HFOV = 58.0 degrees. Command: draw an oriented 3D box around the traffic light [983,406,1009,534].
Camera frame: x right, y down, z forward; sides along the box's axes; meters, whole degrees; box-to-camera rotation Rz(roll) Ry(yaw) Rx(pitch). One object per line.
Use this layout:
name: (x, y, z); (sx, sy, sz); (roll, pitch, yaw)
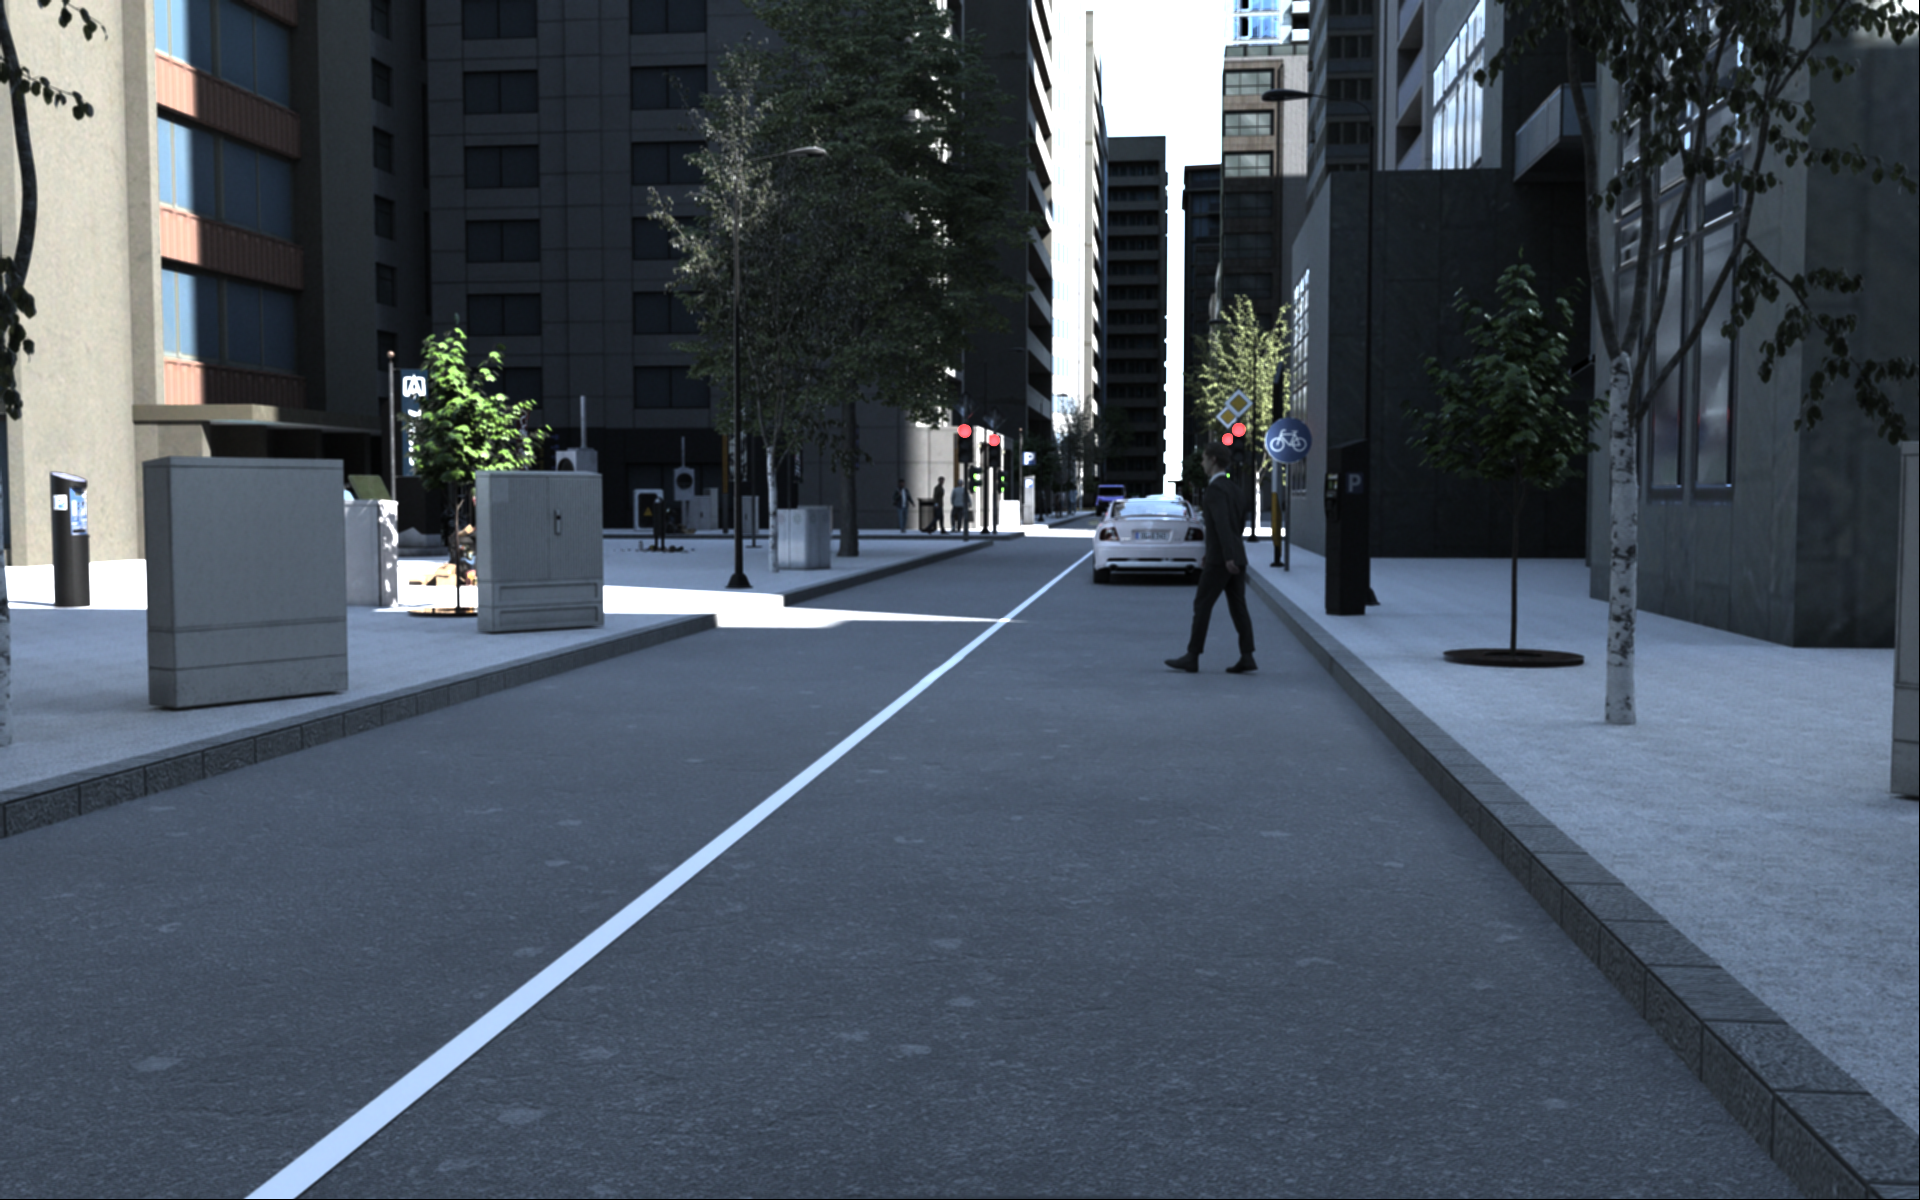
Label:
traffic light: (1.121, -4.038, 54.934); (0.839, 4.253, 0.868); (0, 4, 7)

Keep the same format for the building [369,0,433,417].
building: (-28.797, -17.934, 64.917); (14.107, 30.474, 14.160); (0, 4, 7)

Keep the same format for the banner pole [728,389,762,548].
banner pole: (-5.181, -3.155, 41.596); (0.863, 3.779, 0.401); (1, 4, 14)

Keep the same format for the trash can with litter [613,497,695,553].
trash can with litter: (-6.700, -1.688, 38.653); (1.678, 1.210, 2.233); (-2, 4, -26)

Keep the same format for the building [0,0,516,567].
building: (-27.463, -23.403, 37.267); (28.867, 44.769, 22.147); (0, 4, 7)

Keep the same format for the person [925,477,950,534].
person: (-0.701, -3.021, 55.350); (0.836, 1.842, 0.656); (-1, 4, -17)

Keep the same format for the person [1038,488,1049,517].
person: (4.724, -5.603, 97.926); (0.573, 1.790, 0.520); (2, 4, 28)

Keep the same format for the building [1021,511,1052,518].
building: (-5.857, -29.211, 101.299); (21.300, 48.544, 21.600); (0, 4, 7)

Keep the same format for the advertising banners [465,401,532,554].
advertising banners: (-8.510, -2.196, 32.093); (0.090, 3.025, 2.074); (1, 4, 20)

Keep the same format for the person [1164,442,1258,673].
person: (2.032, -0.343, 13.880); (0.755, 1.850, 0.659); (2, 4, 35)

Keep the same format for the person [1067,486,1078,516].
person: (6.743, -5.950, 103.593); (0.793, 1.790, 0.793); (-2, 4, -35)

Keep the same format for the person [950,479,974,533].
person: (0.067, -3.124, 57.601); (0.782, 1.767, 0.515); (0, 4, -2)

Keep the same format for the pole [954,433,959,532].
pole: (-0.117, -3.928, 58.074); (0.158, 3.312, 0.155); (0, 3, 0)

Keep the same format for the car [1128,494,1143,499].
car: (19.303, -11.215, 192.162); (1.959, 1.807, 4.718); (0, 4, 6)

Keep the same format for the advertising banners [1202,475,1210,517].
advertising banners: (13.253, -5.929, 93.130); (0.090, 3.025, 2.074); (1, 4, 18)

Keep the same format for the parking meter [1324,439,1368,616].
parking meter: (4.089, -0.775, 18.374); (0.399, 1.863, 0.255); (-2, 4, -24)

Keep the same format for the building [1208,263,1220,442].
building: (34.728, -18.178, 142.242); (27.650, 21.520, 28.899); (0, 4, 7)

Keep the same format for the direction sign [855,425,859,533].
direction sign: (-3.483, -3.939, 56.406); (0.379, 3.537, 0.876); (1, 4, 21)

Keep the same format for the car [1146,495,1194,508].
car: (6.883, -2.843, 58.485); (2.014, 1.417, 4.499); (0, 4, 7)

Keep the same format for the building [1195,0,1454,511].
building: (34.965, -52.456, 170.333); (22.319, 86.520, 31.000); (0, 4, 7)

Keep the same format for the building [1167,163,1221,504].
building: (41.070, -34.659, 221.302); (28.867, 44.769, 22.147); (0, 4, 7)

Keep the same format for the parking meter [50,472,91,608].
parking meter: (-10.107, -0.689, 19.681); (0.372, 1.533, 0.369); (0, 3, 0)

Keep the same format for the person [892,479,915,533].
person: (-1.887, -3.076, 56.678); (0.623, 1.781, 0.721); (-3, 5, -42)

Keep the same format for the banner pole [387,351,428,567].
banner pole: (-9.750, -2.477, 30.508); (0.863, 3.779, 0.401); (-2, 4, -24)

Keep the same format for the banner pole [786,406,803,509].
banner pole: (-4.600, -3.549, 48.041); (0.401, 3.779, 0.863); (2, 4, 33)

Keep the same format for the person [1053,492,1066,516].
person: (5.828, -5.855, 102.447); (0.731, 1.740, 0.598); (-1, 4, -18)

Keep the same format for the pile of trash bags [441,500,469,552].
pile of trash bags: (-10.721, -1.770, 38.699); (1.912, 1.369, 3.447); (-2, 4, -31)

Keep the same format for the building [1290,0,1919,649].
building: (17.881, -43.636, 26.113); (22.319, 86.520, 31.000); (0, 4, 7)

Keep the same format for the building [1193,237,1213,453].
building: (33.395, -25.896, 195.107); (14.160, 30.474, 14.107); (0, 4, 7)

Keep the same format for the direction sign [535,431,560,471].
direction sign: (-14.891, -4.317, 62.576); (0.876, 3.537, 0.379); (0, 4, -6)

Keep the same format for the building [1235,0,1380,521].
building: (30.319, -24.135, 86.491); (32.217, 40.220, 23.993); (0, 4, 7)

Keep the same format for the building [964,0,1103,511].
building: (2.799, -33.382, 169.498); (21.300, 48.544, 21.600); (0, 4, 7)

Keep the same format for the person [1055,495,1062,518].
person: (5.181, -4.935, 91.394); (0.373, 1.253, 0.362); (1, 4, 13)

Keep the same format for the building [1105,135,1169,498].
building: (16.027, -36.732, 224.273); (21.600, 48.544, 21.300); (0, 4, 7)

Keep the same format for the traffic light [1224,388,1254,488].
traffic light: (7.391, -3.501, 46.167); (0.839, 4.253, 0.868); (0, 4, 7)

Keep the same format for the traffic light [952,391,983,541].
traffic light: (0.179, -3.553, 47.004); (0.839, 4.253, 0.868); (0, 4, 7)

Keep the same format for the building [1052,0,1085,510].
building: (-0.842, -36.824, 144.077); (21.231, 58.520, 28.212); (0, 4, 7)

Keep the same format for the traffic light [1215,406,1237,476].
traffic light: (8.333, -3.986, 54.096); (0.839, 4.253, 0.868); (0, 4, 7)

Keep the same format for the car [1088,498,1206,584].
car: (3.181, -1.024, 29.103); (2.083, 1.381, 4.827); (0, 4, 5)

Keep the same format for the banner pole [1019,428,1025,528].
banner pole: (2.317, -4.629, 65.709); (0.401, 3.779, 0.863); (0, 4, -6)

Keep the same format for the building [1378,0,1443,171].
building: (30.693, -31.826, 62.347); (28.212, 58.520, 21.231); (0, 4, 7)

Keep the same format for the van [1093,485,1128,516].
van: (9.892, -6.654, 113.178); (2.240, 2.365, 5.245); (0, 4, 7)

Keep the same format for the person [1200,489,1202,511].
person: (18.613, -7.774, 133.977); (1.217, 1.723, 0.721); (1, 4, 17)

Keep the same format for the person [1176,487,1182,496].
person: (10.484, -4.487, 82.259); (0.834, 1.777, 0.661); (0, 4, 1)

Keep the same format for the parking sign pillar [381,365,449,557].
parking sign pillar: (-11.378, -2.899, 35.878); (1.447, 3.967, 1.447); (2, 4, 32)

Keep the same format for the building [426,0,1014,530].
building: (-8.301, -38.740, 71.643); (20.563, 71.187, 20.611); (0, 4, 7)

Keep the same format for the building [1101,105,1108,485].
building: (9.346, -33.435, 196.774); (14.200, 45.320, 14.600); (0, 4, 7)

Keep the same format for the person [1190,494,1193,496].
person: (21.260, -9.212, 157.189); (0.750, 1.759, 0.617); (-1, 4, -23)

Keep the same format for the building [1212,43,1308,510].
building: (24.224, -20.978, 114.699); (14.160, 30.474, 14.107); (0, 4, 7)

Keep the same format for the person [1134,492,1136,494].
person: (20.334, -11.723, 201.088); (0.541, 1.710, 0.530); (0, 4, -5)
